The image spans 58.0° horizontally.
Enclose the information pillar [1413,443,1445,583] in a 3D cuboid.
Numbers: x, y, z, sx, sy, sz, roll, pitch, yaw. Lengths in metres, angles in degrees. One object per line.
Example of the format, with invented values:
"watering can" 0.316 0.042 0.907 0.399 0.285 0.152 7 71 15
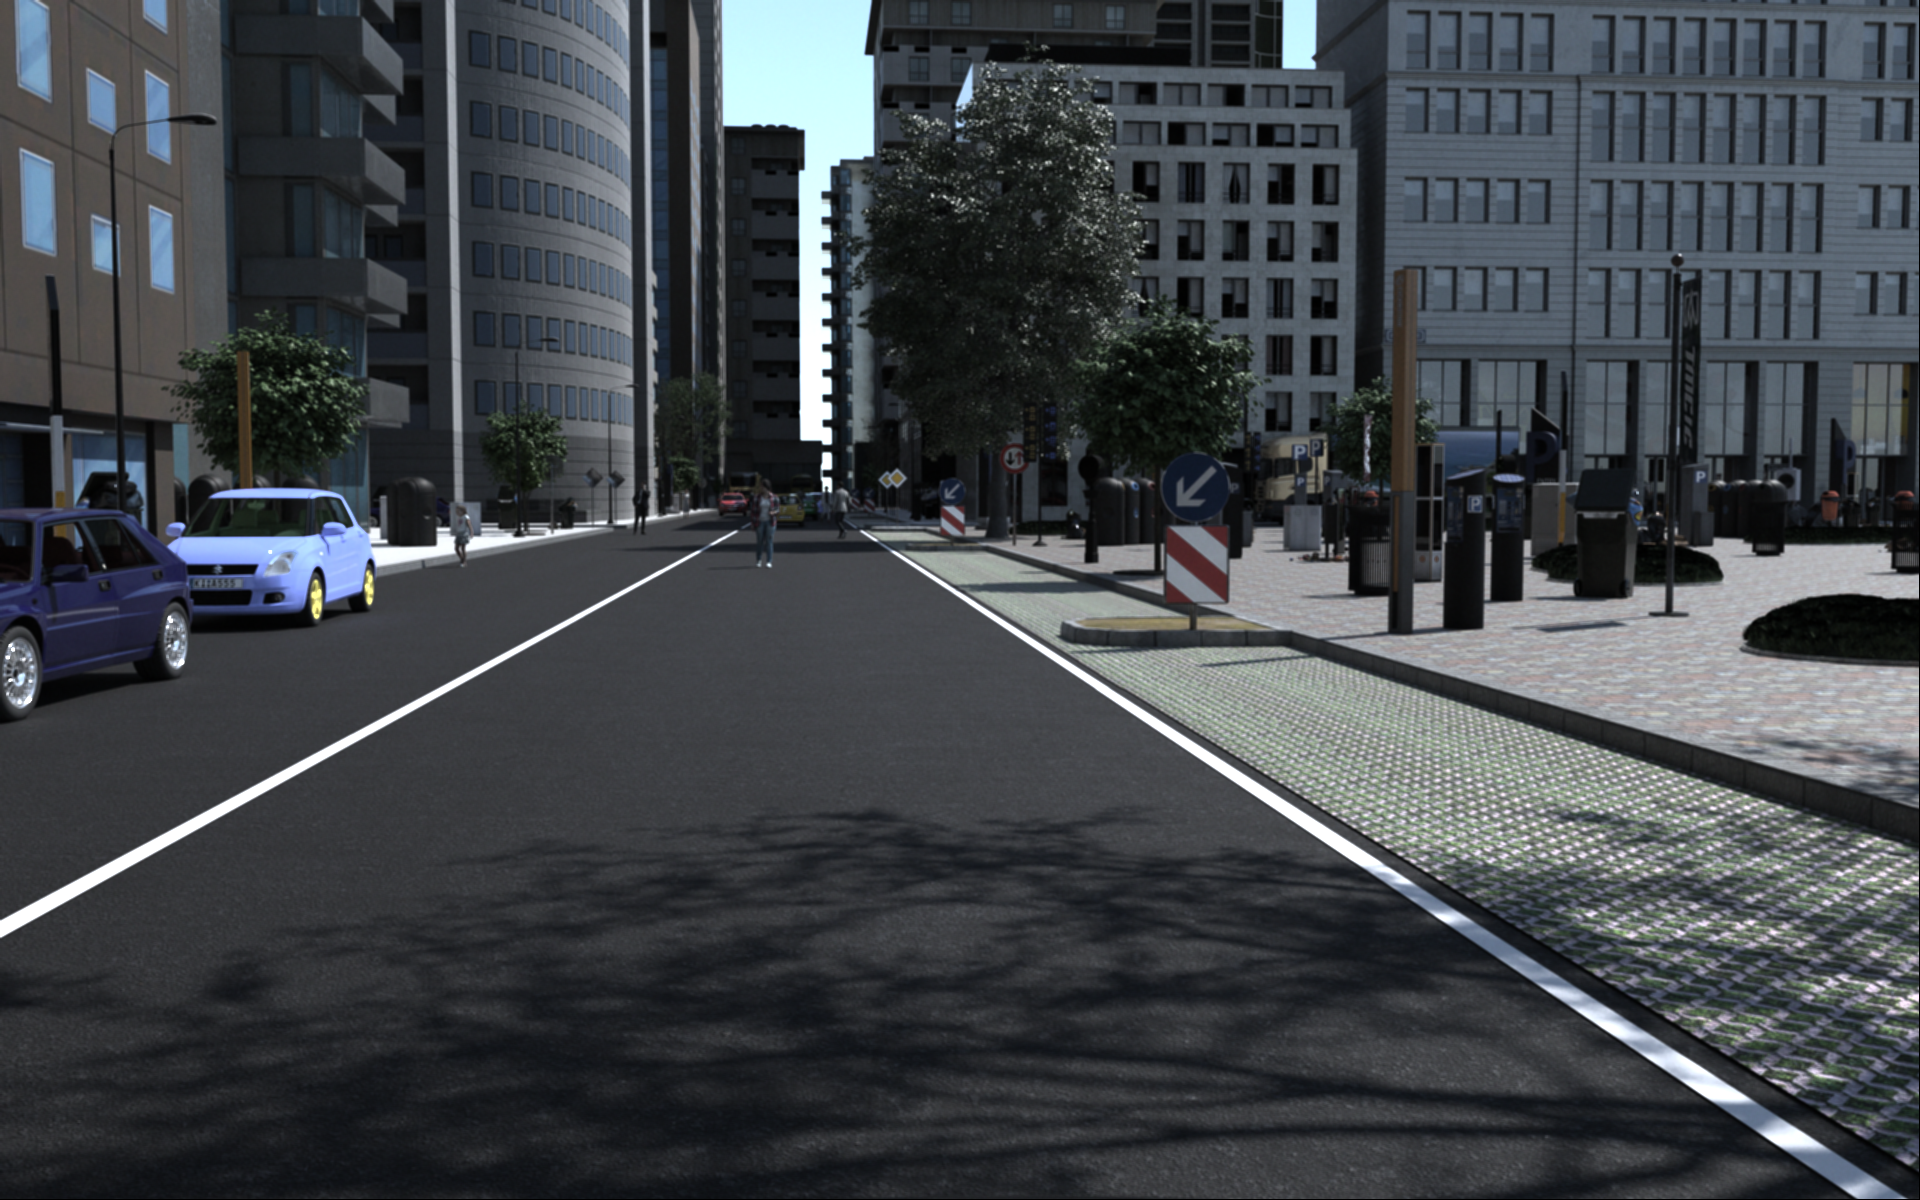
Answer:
"information pillar" 6.836 -1.270 25.252 0.304 2.012 0.304 -3 5 -41

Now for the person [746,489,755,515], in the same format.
"person" -14.448 -6.808 120.158 0.721 1.781 0.623 0 4 7

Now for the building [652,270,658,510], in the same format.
"building" -36.541 -16.954 122.229 27.650 21.520 28.899 0 4 -5

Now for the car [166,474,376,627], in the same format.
"car" -7.893 -0.621 19.743 1.945 1.707 3.694 0 4 -6

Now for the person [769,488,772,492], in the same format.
"person" -12.082 -6.217 110.023 0.818 1.842 0.514 -1 4 -18

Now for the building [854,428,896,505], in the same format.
"building" -1.303 -54.760 208.003 22.319 86.520 31.000 0 4 -5

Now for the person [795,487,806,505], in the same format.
"person" -8.198 -4.898 88.765 0.592 1.802 0.473 3 4 36

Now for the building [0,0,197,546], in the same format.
"building" -21.717 -23.006 26.267 14.600 45.320 14.200 0 4 -5

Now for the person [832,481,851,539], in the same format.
"person" -3.784 -2.893 55.641 0.661 1.843 0.795 -3 5 -39

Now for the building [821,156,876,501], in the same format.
"building" -4.373 -38.284 245.553 30.456 49.044 23.786 0 4 -5

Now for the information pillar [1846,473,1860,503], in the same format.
"information pillar" 30.935 -3.397 60.038 0.304 2.012 0.304 -3 4 -37

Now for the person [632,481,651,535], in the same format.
"person" -11.301 -3.281 61.502 0.648 1.900 0.474 -1 4 -16

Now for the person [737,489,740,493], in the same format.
"person" -17.332 -7.750 135.308 0.391 1.810 0.635 -1 4 -19

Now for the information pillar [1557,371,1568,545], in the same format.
"information pillar" 11.382 -2.530 32.720 0.183 3.616 0.504 1 4 14

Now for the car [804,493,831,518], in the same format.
"car" -8.816 -5.892 105.920 1.945 1.707 3.694 0 4 -5

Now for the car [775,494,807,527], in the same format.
"car" -7.762 -4.065 76.694 2.015 1.641 3.980 0 4 -6

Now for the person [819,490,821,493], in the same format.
"person" -15.710 -11.387 194.545 0.709 1.838 0.599 1 4 10

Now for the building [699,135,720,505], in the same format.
"building" -34.211 -31.105 192.157 14.154 41.232 14.086 0 4 -5

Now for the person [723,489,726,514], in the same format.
"person" -16.684 -6.912 122.081 0.524 1.755 0.480 0 4 -2

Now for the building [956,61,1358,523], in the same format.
"building" 8.642 -13.830 80.868 16.860 20.320 10.420 0 4 -5

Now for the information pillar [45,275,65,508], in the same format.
"information pillar" -9.612 -1.656 18.432 0.183 3.616 0.504 -2 4 -32

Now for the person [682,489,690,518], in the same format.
"person" -16.099 -5.677 101.895 0.480 1.755 0.524 -2 4 -29

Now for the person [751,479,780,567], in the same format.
"person" -3.810 -1.505 33.948 0.563 1.720 0.643 0 4 0

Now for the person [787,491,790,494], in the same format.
"person" -17.800 -10.366 178.509 0.721 1.766 1.217 -2 4 -27

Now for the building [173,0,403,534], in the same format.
"building" -32.553 -26.243 48.679 30.456 49.044 23.786 0 4 -5

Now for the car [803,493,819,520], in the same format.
"car" -8.736 -5.295 95.372 1.959 1.807 4.718 0 4 -5

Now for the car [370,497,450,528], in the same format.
"car" -22.271 -3.490 69.640 3.894 1.354 1.945 0 4 -7

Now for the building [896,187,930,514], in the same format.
"building" 3.092 -16.634 113.761 13.314 21.916 24.055 0 4 -5

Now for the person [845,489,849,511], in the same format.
"person" -9.089 -7.884 137.505 0.767 1.812 0.694 -1 4 -10

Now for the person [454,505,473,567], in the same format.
"person" -9.730 -1.259 34.100 0.505 1.210 0.382 2 4 33

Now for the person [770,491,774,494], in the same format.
"person" -10.540 -5.326 97.398 0.330 1.601 0.589 0 4 0

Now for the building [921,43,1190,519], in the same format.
"building" 4.570 -16.158 93.861 12.332 23.373 15.834 0 4 -5

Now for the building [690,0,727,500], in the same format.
"building" -39.448 -47.255 210.863 20.611 71.187 20.563 0 4 -5

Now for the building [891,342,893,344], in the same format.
"building" 1.627 -18.132 138.257 13.314 21.916 24.055 0 4 -5

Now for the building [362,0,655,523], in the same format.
"building" -27.169 -33.230 85.303 21.231 58.520 28.212 0 4 -5

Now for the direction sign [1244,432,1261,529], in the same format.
"direction sign" 10.623 -4.344 63.021 0.876 3.537 0.379 -3 5 -40

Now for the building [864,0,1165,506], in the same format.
"building" 4.964 -36.150 180.283 28.713 52.752 27.495 0 4 -5

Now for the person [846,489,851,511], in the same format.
"person" -8.355 -7.327 128.577 0.850 1.792 0.678 -2 4 -34

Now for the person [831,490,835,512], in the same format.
"person" -10.168 -7.948 138.722 0.678 1.792 0.850 -2 4 -33

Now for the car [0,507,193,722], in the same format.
"car" -6.848 0.031 12.072 1.945 1.354 3.894 0 4 -3

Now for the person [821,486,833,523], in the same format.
"person" -6.597 -4.704 85.297 0.514 1.842 0.818 -2 4 -31

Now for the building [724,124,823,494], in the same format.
"building" -33.495 -40.156 245.789 27.495 52.752 28.713 0 4 -5

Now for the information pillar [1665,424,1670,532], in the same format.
"information pillar" 23.879 -4.084 58.132 0.183 3.616 0.504 0 4 2

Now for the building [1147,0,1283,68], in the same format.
"building" 35.307 -49.492 247.453 20.611 71.187 20.563 0 4 -5

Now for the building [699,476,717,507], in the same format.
"building" -41.011 -29.391 172.426 32.217 40.220 23.993 0 4 -5

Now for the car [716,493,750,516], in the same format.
"car" -14.926 -6.413 113.896 2.155 1.783 4.494 0 4 -7

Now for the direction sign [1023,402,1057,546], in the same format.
"direction sign" 1.972 -3.102 42.719 0.876 3.537 0.379 -1 4 -20

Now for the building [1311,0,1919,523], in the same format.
"building" 32.943 -18.682 82.937 29.804 29.767 11.434 0 4 -5

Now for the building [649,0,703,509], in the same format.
"building" -30.381 -30.810 153.857 14.600 45.320 14.200 0 4 -5
